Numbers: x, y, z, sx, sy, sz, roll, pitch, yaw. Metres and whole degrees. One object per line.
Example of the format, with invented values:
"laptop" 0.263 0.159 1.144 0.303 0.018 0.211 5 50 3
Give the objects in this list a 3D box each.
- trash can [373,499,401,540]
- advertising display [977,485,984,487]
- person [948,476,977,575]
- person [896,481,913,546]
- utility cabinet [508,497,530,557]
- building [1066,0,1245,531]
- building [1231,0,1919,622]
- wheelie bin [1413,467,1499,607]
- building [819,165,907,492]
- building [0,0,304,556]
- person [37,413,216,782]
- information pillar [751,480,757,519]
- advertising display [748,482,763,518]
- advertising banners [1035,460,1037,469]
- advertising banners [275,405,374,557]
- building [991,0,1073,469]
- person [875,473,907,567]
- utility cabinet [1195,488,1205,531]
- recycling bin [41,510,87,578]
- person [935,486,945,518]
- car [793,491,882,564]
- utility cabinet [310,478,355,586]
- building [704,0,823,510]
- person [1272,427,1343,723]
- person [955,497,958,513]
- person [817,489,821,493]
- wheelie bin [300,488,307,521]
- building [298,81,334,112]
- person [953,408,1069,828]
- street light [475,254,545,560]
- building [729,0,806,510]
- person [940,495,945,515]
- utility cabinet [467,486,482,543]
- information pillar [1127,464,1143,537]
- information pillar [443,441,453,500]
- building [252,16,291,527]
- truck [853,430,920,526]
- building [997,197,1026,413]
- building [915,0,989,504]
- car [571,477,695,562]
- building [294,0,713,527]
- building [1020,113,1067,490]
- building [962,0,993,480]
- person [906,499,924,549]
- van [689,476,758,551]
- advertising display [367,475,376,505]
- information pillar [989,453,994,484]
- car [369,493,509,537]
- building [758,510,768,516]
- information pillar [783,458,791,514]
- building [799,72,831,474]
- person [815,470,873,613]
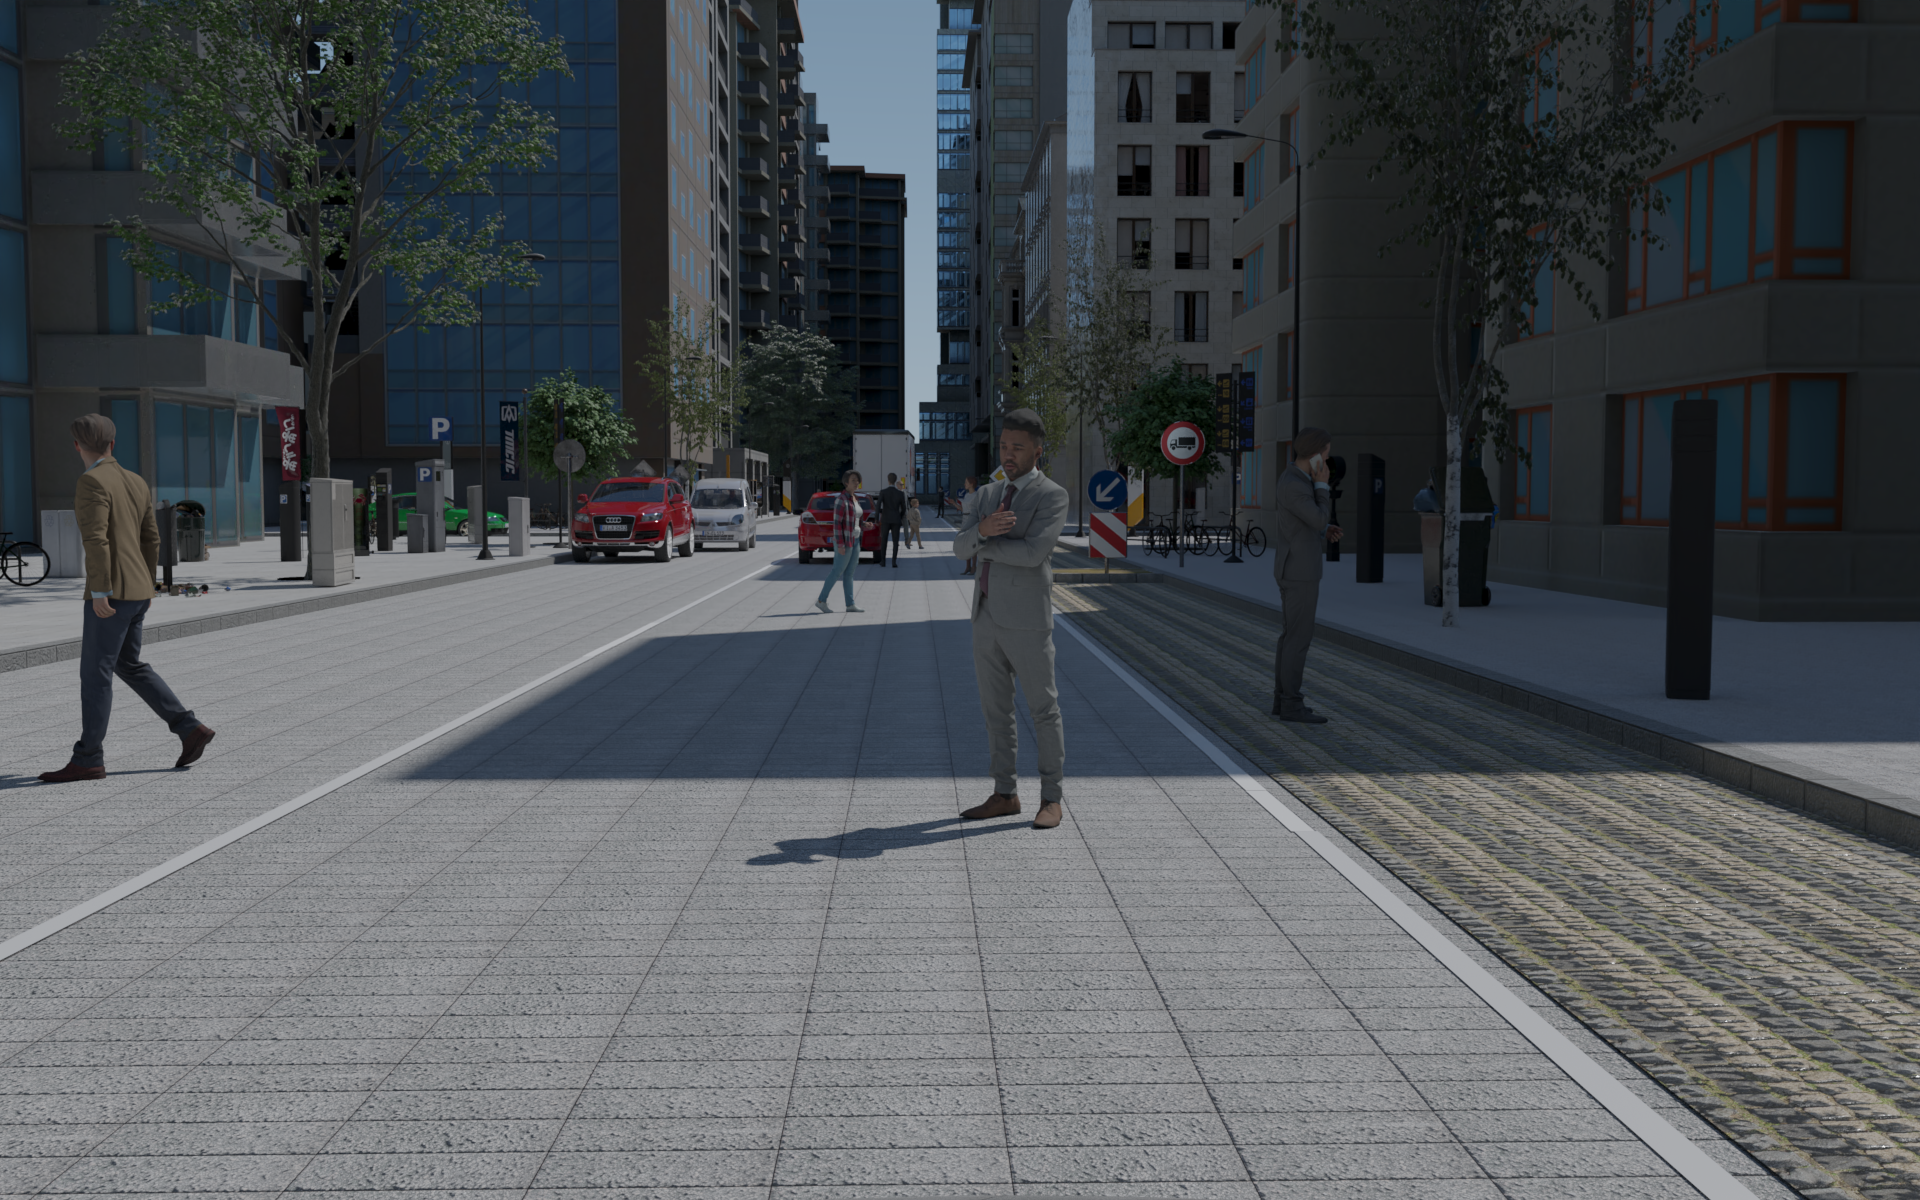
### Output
"trash can" -16.053 -2.257 48.561 0.748 1.137 0.748 0 3 0
"advertising display" 1.425 -6.989 119.478 0.123 1.923 0.974 2 4 29
"person" 0.099 -1.320 30.647 0.524 1.755 0.480 -2 4 -32
"person" -1.589 -2.396 47.852 0.661 1.801 0.590 -3 5 -40
"utility cabinet" -9.147 -1.518 35.984 0.306 1.237 1.020 0 4 -5
"building" 12.853 -12.850 64.848 16.860 20.320 10.420 0 4 -2
"building" 21.428 -11.404 31.491 27.650 21.520 28.899 0 4 -2
"wheelie bin" 5.652 -0.732 19.878 0.980 1.594 0.693 -1 4 -9
"building" -21.365 -35.092 228.376 28.867 44.769 22.147 0 4 -2
"building" -31.489 -25.467 35.993 30.456 49.044 23.786 0 4 -2
"person" -4.278 -0.027 8.845 0.836 1.842 0.656 -2 4 -32
"information pillar" -10.775 -5.237 90.117 0.304 2.012 0.304 2 4 32
"advertising display" -10.875 -5.280 91.535 0.974 1.923 0.123 1 4 17
"advertising banners" 2.855 -3.997 61.544 0.090 3.025 2.074 -1 4 -12
"advertising banners" -12.832 -2.374 35.004 0.090 3.025 2.074 3 5 40
"building" 9.521 -28.250 145.486 14.154 41.232 14.086 0 4 -2
"person" -1.383 -1.569 33.930 0.659 1.850 0.755 -1 4 -11
"utility cabinet" 8.194 -3.085 59.126 0.318 1.500 1.173 0 4 6
"recycling bin" -13.628 -0.868 26.753 0.722 1.027 0.722 1 4 15
"person" -1.179 -5.834 103.241 0.474 1.900 0.648 -2 4 -30
"car" -2.531 -1.721 37.172 2.155 1.783 4.494 0 4 -3
"utility cabinet" -8.780 -0.955 24.285 0.318 1.500 1.173 0 4 -6
"building" -24.232 -44.857 171.660 20.563 71.187 20.611 0 4 -2
"person" 2.198 -0.161 10.938 0.447 1.846 0.655 0 4 2
"person" -0.189 -7.013 127.851 0.352 1.250 0.332 0 4 6
"person" -10.208 -7.168 125.883 0.537 1.800 0.526 1 4 12
"wheelie bin" -31.627 -4.610 83.286 0.693 1.594 0.980 -1 4 -18
"building" -74.231 -39.201 230.168 27.495 52.752 28.713 0 4 -2
"person" 0.209 0.071 7.525 0.511 1.800 0.466 2 4 26
"street light" -8.718 -3.735 33.616 1.470 5.913 1.316 0 4 -2
"building" -24.616 -30.137 147.366 22.147 44.769 28.867 0 4 -2
"person" -1.240 -6.522 115.227 0.391 1.810 0.635 -3 5 -42
"utility cabinet" -12.577 -2.223 45.019 0.318 1.500 1.173 -2 4 -24
"information pillar" 5.231 -3.690 51.690 0.504 3.616 0.183 2 4 32
"information pillar" -17.389 -4.124 58.782 0.504 3.616 0.183 2 4 33
"building" -33.549 -25.371 64.932 14.200 45.320 14.600 0 4 -2
"truck" -3.408 -5.638 81.094 2.839 4.237 11.283 0 4 0
"building" 9.810 -18.222 117.006 14.460 24.649 34.723 0 4 -2
"building" 8.542 -56.011 228.457 31.000 86.520 22.319 0 4 -2
"car" -7.096 -1.792 37.974 2.281 1.827 5.304 0 4 0
"building" -18.407 -25.895 73.491 14.600 45.320 14.200 0 4 -2
"building" 8.543 -14.716 89.754 9.793 20.994 18.267 0 4 -2
"building" 14.906 -37.050 195.011 28.713 52.752 27.495 0 4 -2
"person" -1.191 -1.966 44.919 0.475 1.303 0.640 2 4 35
"van" -6.184 -2.300 44.620 2.013 2.044 4.112 0 4 -3
"advertising display" -19.413 -3.219 57.845 0.123 1.923 0.974 1 4 19
"information pillar" 1.798 -6.596 99.202 0.183 3.616 0.504 2 4 24
"car" -16.252 -2.711 53.113 4.718 1.807 1.959 0 4 -2
"building" -21.883 -40.463 99.824 20.563 71.187 20.611 0 4 -2
"information pillar" -10.973 -7.250 109.895 0.504 3.616 0.183 1 4 11
"building" -30.134 -35.263 196.152 30.456 49.044 23.786 0 4 -2
"person" -1.396 -0.711 20.961 0.643 1.720 0.563 1 4 22
